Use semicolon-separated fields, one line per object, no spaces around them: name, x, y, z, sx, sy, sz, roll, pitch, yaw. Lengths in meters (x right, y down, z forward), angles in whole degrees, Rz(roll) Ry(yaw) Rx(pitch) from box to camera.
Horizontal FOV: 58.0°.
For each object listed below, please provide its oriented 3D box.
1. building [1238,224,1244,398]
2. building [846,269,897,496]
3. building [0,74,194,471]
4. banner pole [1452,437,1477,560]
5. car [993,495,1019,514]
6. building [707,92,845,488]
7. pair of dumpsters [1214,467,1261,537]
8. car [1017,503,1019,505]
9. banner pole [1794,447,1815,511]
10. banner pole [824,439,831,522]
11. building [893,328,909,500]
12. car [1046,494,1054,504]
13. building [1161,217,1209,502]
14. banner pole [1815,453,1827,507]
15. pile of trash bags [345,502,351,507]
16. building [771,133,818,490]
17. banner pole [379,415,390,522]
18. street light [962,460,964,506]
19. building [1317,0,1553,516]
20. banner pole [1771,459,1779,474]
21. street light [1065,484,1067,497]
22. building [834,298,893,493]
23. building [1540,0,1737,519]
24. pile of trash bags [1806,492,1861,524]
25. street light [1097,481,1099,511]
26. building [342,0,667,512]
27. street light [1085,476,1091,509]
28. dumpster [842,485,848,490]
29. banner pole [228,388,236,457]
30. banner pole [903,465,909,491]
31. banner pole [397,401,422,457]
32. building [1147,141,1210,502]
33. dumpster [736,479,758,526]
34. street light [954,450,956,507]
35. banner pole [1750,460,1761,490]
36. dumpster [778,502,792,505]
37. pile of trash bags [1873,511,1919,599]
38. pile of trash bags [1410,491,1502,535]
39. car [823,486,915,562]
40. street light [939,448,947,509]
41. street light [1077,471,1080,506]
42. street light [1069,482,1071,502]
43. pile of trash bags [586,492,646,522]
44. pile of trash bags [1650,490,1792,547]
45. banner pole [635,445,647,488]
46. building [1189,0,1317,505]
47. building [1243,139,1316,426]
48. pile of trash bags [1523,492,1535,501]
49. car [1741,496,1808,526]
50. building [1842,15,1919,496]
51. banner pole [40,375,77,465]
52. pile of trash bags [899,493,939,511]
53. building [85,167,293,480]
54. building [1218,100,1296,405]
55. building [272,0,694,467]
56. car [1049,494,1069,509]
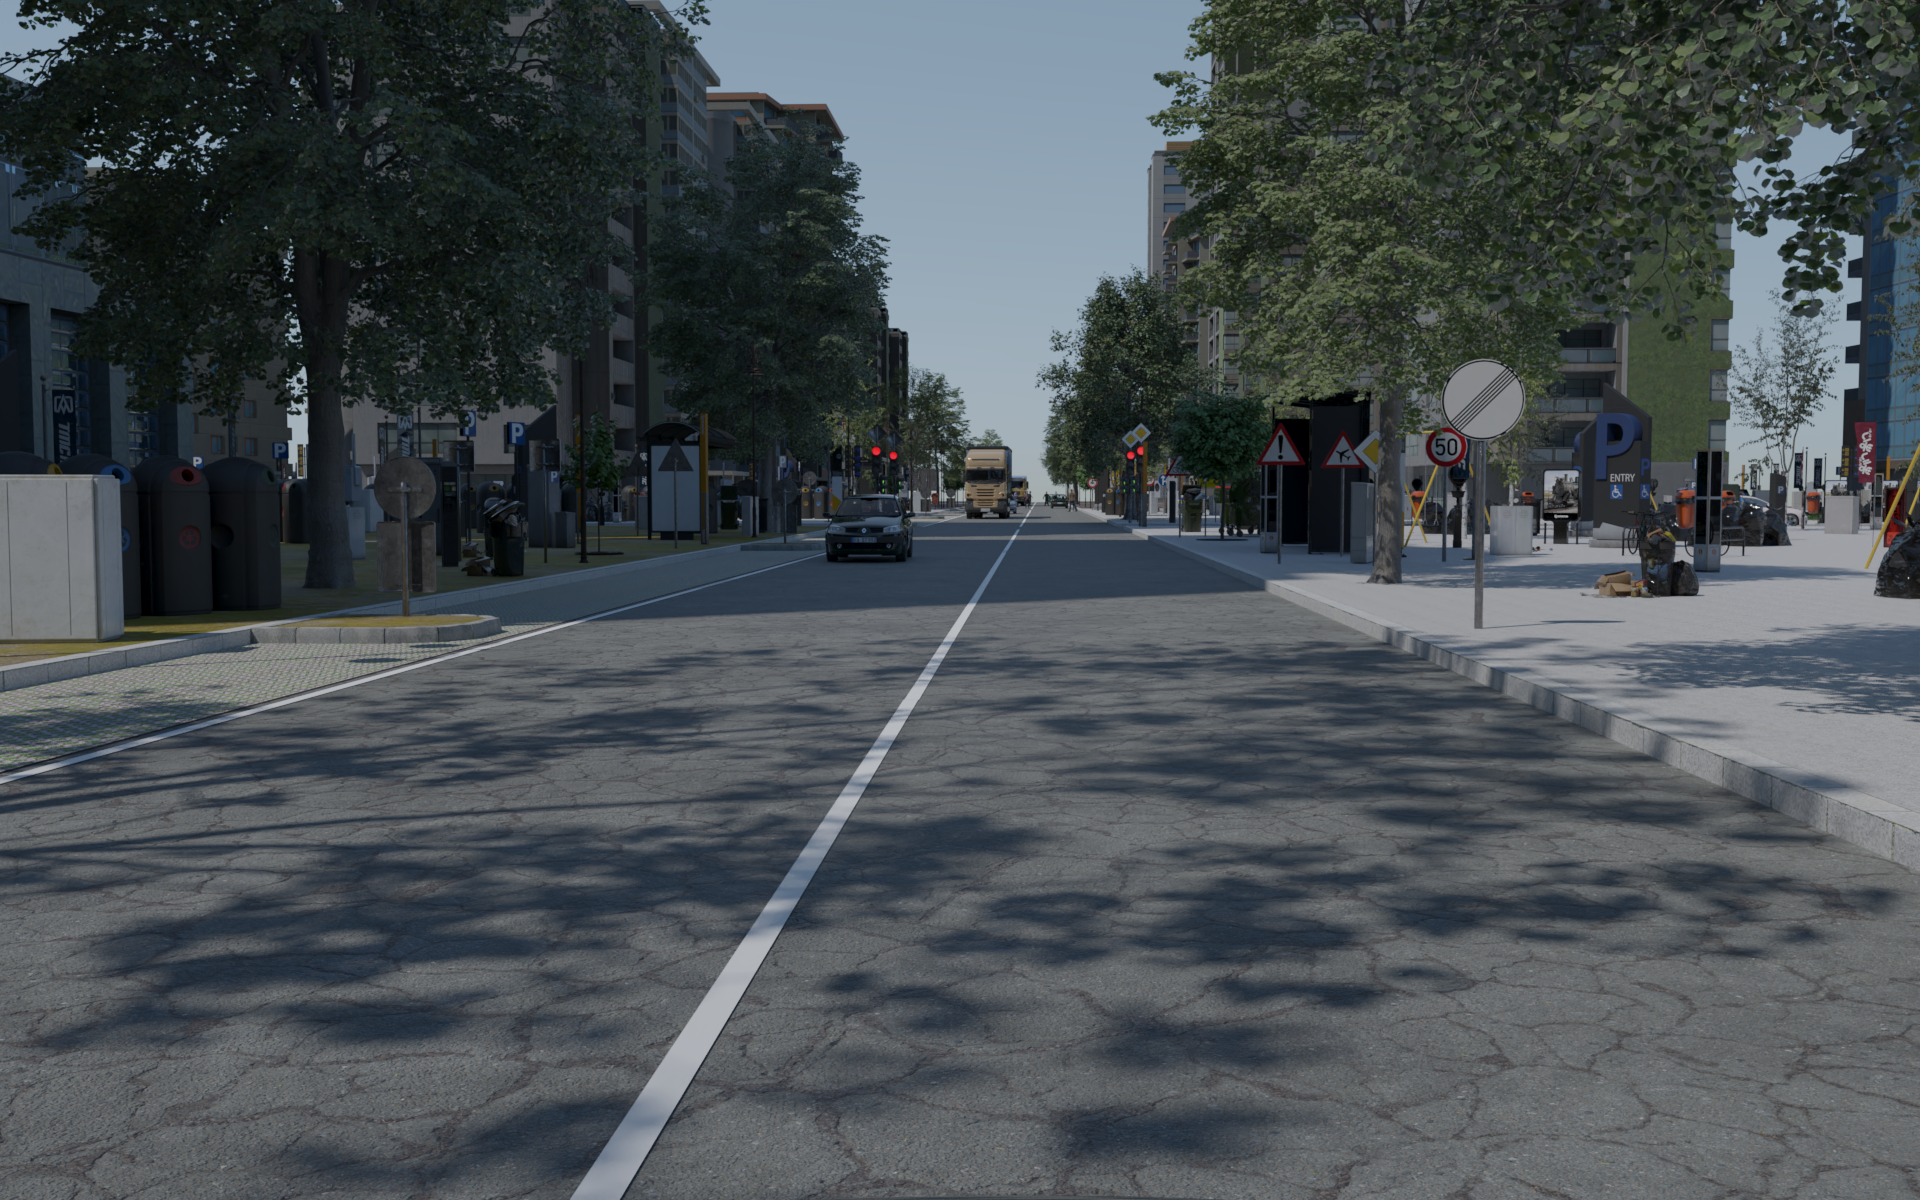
building;34.131;-24.332;169.527;14.160;30.474;14.107;0;4;3
building;-26.074;-35.794;277.114;32.217;40.220;23.993;0;4;3
building;-41.118;-44.721;43.855;31.000;86.520;22.319;0;4;3
banner pole;9.936;-2.686;33.932;0.401;3.779;0.863;-2;4;-24
car;3.277;-7.030;126.942;2.014;1.417;4.499;0;4;1
building;-24.587;-32.835;191.470;22.147;44.769;28.867;0;4;3
pair of dumpsters;8.828;-3.117;53.455;1.574;2.255;4.437;0;4;3
car;6.844;-13.287;227.465;2.015;1.641;3.980;0;4;3
banner pole;44.706;-6.239;92.017;0.401;3.779;0.863;-3;5;-43
banner pole;-6.021;-5.472;79.485;0.401;3.779;0.863;0;3;0
building;-16.246;-32.067;295.989;14.160;30.474;14.107;0;4;3
car;13.519;-14.797;253.730;2.131;1.459;4.920;0;4;2
building;42.456;-37.430;266.608;22.147;44.769;28.867;0;4;3
banner pole;52.515;-7.075;105.686;0.863;3.779;0.401;1;4;22
pile of trash bags;-23.198;-3.177;61.696;3.447;1.369;1.912;-2;4;-33
building;-30.328;-28.937;165.006;32.217;40.220;23.993;0;4;3
banner pole;-18.130;-3.949;54.582;0.401;3.779;0.863;0;4;4
street light;0.347;-13.333;190.782;0.468;5.910;1.993;0;4;3
building;31.730;-26.747;120.904;14.154;41.232;14.086;0;4;3
banner pole;58.348;-8.204;124.147;0.401;3.779;0.863;-2;4;-27
street light;17.930;-19.467;291.080;0.468;5.910;1.993;0;4;3
building;-18.110;-29.743;258.005;14.160;30.474;14.107;0;4;3
building;32.255;-25.073;93.540;14.086;41.232;14.154;0;4;3
pile of trash bags;38.130;-4.002;75.181;3.447;1.369;1.912;-1;4;-21
street light;10.585;-9.783;132.743;0.468;5.910;1.993;0;4;3
building;-25.087;-19.945;97.803;14.160;30.474;14.107;0;4;3
street light;12.417;-12.136;171.213;0.468;5.910;1.993;0;4;3
dumpster;-7.284;-6.291;108.618;1.264;1.857;1.865;0;4;3
banner pole;-14.582;-2.735;34.730;0.401;3.779;0.863;-2;4;-31
banner pole;-4.585;-9.661;147.972;0.863;3.779;0.401;1;4;20
banner pole;-14.495;-3.413;45.814;0.863;3.779;0.401;-3;5;-41
building;42.341;-46.042;294.790;21.231;58.520;28.212;0;4;3
dumpster;-8.294;-3.870;69.034;1.264;1.857;1.865;0;4;3
street light;-0.502;-12.213;172.466;0.468;5.910;1.993;0;4;3
banner pole;58.165;-8.352;126.568;0.863;3.779;0.401;3;4;39
dumpster;-8.486;-4.750;83.428;1.264;1.857;1.865;0;4;3
pile of trash bags;13.182;-0.691;21.049;3.447;1.369;1.912;0;4;0
pile of trash bags;15.656;-2.832;56.062;1.912;1.369;3.447;-1;4;-20
car;-1.954;-1.723;37.960;2.009;1.686;4.222;0;4;1
street light;-1.442;-11.087;154.051;0.468;5.910;1.993;0;4;3
street light;14.125;-14.410;208.392;0.468;5.910;1.993;0;4;3
street light;15.430;-16.107;236.129;0.468;5.910;1.993;0;4;3
pile of trash bags;-15.941;-4.309;80.206;3.447;1.369;1.912;2;4;28
pile of trash bags;18.823;-2.017;42.729;3.447;1.369;1.912;-2;4;-32
banner pole;-16.141;-5.973;87.681;0.863;3.779;0.401;-1;4;-10
building;37.888;-46.605;200.244;20.563;71.187;20.611;0;4;3
building;31.666;-22.729;143.315;14.160;30.474;14.107;0;4;3
pile of trash bags;23.517;-4.060;76.129;3.447;1.369;1.912;0;3;0
car;32.475;-3.626;71.647;4.827;1.381;2.083;0;4;4
building;58.817;-27.139;93.838;14.200;45.320;14.600;0;4;3
banner pole;-19.036;-2.845;36.537;0.863;3.779;0.401;-1;4;-8
pile of trash bags;-3.416;-7.884;138.649;3.447;1.369;1.912;0;4;3
building;-61.606;-16.037;107.245;28.899;21.520;27.650;0;4;3
building;34.317;-30.562;183.276;14.154;41.232;14.086;0;4;3
building;-32.726;-27.018;133.618;32.217;40.220;23.993;0;4;3
car;9.920;-9.977;172.916;2.009;1.686;4.222;0;4;2
